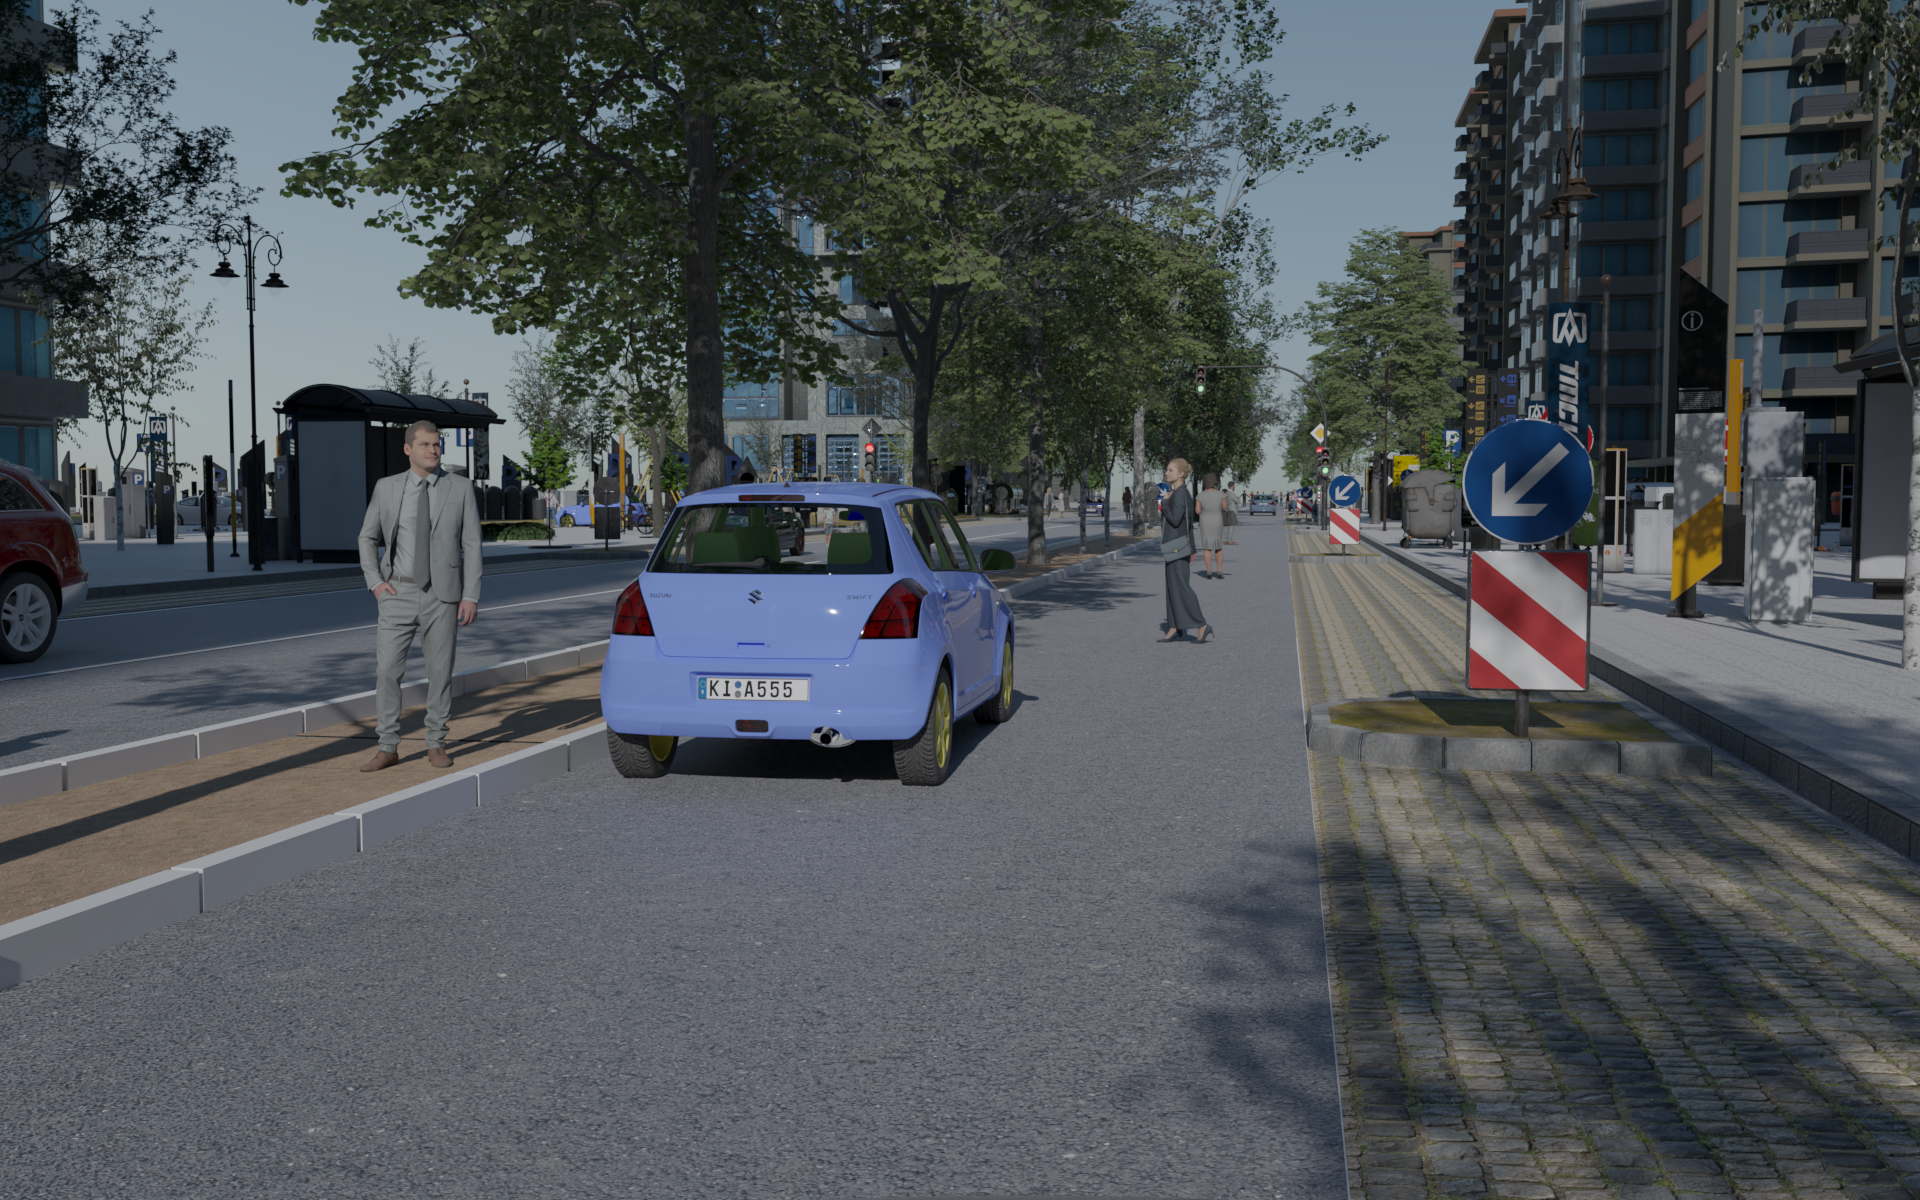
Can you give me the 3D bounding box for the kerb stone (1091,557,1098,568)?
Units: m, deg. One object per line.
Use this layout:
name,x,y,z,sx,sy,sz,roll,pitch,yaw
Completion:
kerb stone,2.515,-0.701,33.658,0.120,0.150,1.000,1,4,11

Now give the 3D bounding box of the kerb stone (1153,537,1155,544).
kerb stone,5.332,-1.626,48.797,0.120,0.150,1.000,1,4,11

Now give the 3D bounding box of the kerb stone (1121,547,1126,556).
kerb stone,3.638,-1.069,39.718,0.120,0.150,1.000,1,4,11

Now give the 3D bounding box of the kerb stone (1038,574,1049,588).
kerb stone,1.200,-0.265,26.617,0.120,0.150,1.000,1,4,11

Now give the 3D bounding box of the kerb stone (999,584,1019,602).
kerb stone,0.639,-0.085,23.585,0.120,0.150,1.000,1,4,11

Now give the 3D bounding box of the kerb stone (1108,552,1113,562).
kerb stone,3.083,-0.887,36.695,0.120,0.150,1.000,1,4,11

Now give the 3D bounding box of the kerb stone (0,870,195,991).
kerb stone,-2.746,1.028,5.428,0.120,0.150,1.000,1,4,11

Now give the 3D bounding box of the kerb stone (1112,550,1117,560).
kerb stone,3.264,-0.948,37.708,0.120,0.150,1.000,1,4,11

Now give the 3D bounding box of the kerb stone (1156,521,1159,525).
kerb stone,9.004,-3.529,79.901,0.120,0.150,1.000,1,4,11

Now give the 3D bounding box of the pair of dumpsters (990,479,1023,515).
pair of dumpsters,2.905,-6.493,108.646,1.574,2.255,4.437,1,4,10

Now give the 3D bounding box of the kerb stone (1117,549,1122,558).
kerb stone,3.460,-1.010,38.711,0.120,0.150,1.000,1,4,11

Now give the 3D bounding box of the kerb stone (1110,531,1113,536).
kerb stone,4.962,-2.204,58.232,0.120,0.150,1.000,1,4,11

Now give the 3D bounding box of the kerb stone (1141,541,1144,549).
kerb stone,4.583,-1.380,44.762,0.120,0.150,1.000,1,4,11

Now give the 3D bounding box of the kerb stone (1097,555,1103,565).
kerb stone,2.704,-0.762,34.677,0.120,0.150,1.000,1,4,11

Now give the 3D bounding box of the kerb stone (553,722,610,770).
kerb stone,-1.990,0.779,9.466,0.120,0.150,1.000,1,4,11

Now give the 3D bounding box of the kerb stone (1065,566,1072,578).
kerb stone,1.762,-0.452,29.633,0.120,0.150,1.000,1,4,11

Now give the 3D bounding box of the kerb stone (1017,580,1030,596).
kerb stone,0.826,-0.146,24.590,0.120,0.150,1.000,1,4,11

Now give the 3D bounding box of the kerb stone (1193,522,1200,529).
kerb stone,10.313,-3.251,75.494,0.120,0.150,1.000,1,4,11

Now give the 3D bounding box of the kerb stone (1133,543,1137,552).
kerb stone,4.207,-1.257,42.739,0.120,0.150,1.000,1,4,11

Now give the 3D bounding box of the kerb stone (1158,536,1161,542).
kerb stone,5.719,-1.743,50.805,0.120,0.150,1.000,1,4,11

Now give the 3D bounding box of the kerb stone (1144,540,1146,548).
kerb stone,4.762,-1.442,45.768,0.120,0.150,1.000,1,4,11

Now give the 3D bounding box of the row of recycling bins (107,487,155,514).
row of recycling bins,-50.187,-5.972,104.757,1.069,1.692,3.534,1,4,13

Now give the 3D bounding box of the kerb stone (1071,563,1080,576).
kerb stone,1.953,-0.511,30.640,0.120,0.150,1.000,1,4,11

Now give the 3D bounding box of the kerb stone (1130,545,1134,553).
kerb stone,4.022,-1.195,41.734,0.120,0.150,1.000,1,4,11

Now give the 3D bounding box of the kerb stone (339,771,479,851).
kerb stone,-2.366,0.902,7.448,0.120,0.150,1.000,1,4,11

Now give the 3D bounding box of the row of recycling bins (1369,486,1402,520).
row of recycling bins,22.546,-5.177,91.758,1.069,1.692,3.534,0,4,-1

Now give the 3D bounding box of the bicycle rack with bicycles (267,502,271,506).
bicycle rack with bicycles,-58.517,-7.989,143.998,2.925,0.926,2.852,3,5,41

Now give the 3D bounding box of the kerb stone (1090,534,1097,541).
kerb stone,4.017,-1.895,53.185,0.120,0.150,1.000,1,4,11

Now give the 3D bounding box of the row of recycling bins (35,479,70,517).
row of recycling bins,-24.534,-2.335,45.295,1.069,1.692,3.534,0,4,2

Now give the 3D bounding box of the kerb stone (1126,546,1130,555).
kerb stone,3.842,-1.133,40.728,0.120,0.150,1.000,1,4,11

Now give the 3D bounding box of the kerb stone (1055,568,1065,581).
kerb stone,1.577,-0.393,28.627,0.120,0.150,1.000,1,4,11

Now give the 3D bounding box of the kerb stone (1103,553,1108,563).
kerb stone,2.887,-0.825,35.683,0.120,0.150,1.000,1,4,11

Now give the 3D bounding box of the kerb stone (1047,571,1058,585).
kerb stone,1.396,-0.332,27.620,0.120,0.150,1.000,1,4,11

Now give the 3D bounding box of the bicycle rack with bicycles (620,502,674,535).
bicycle rack with bicycles,-9.508,-2.580,55.567,2.925,0.926,2.852,1,4,14

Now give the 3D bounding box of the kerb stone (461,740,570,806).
kerb stone,-2.175,0.841,8.453,0.120,0.150,1.000,1,4,11

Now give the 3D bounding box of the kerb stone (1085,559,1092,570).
kerb stone,2.331,-0.639,32.649,0.120,0.150,1.000,1,4,11

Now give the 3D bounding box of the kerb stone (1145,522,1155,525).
kerb stone,8.430,-3.339,76.873,0.120,0.150,1.000,1,4,11

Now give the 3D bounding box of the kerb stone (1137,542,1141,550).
kerb stone,4.397,-1.319,43.757,0.120,0.150,1.000,1,4,11

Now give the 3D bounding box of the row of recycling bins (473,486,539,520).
row of recycling bins,-22.937,-4.886,86.994,3.534,1.692,1.069,-2,4,-26

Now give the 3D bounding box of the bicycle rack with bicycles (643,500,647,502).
bicycle rack with bicycles,-20.351,-6.145,113.848,2.925,0.926,2.852,-1,4,-13

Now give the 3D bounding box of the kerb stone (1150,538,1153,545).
kerb stone,5.146,-1.565,47.788,0.120,0.150,1.000,1,4,11

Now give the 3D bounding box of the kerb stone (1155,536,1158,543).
kerb stone,5.520,-1.686,49.802,0.120,0.150,1.000,1,4,11

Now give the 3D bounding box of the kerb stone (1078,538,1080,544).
kerb stone,3.269,-1.649,49.165,0.120,0.150,1.000,1,4,11

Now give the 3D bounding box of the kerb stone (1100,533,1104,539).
kerb stone,4.392,-2.019,55.199,0.120,0.150,1.000,1,4,11

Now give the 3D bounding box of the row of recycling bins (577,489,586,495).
row of recycling bins,-33.137,-8.865,152.058,1.069,1.692,3.534,-1,4,-19

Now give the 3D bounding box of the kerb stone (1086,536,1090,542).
kerb stone,3.646,-1.772,51.174,0.120,0.150,1.000,1,4,11

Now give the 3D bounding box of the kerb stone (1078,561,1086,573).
kerb stone,2.146,-0.574,31.644,0.120,0.150,1.000,1,4,11

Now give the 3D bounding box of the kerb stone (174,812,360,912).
kerb stone,-2.559,0.964,6.433,0.120,0.150,1.000,1,4,11

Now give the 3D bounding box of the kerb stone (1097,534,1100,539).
kerb stone,4.198,-1.957,54.192,0.120,0.150,1.000,1,4,11

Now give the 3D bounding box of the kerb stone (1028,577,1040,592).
kerb stone,1.013,-0.208,25.596,0.120,0.150,1.000,1,4,11

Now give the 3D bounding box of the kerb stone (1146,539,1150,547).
kerb stone,4.957,-1.503,46.781,0.120,0.150,1.000,1,4,11

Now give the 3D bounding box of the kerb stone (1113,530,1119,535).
kerb stone,5.334,-2.327,60.258,0.120,0.150,1.000,1,4,11
